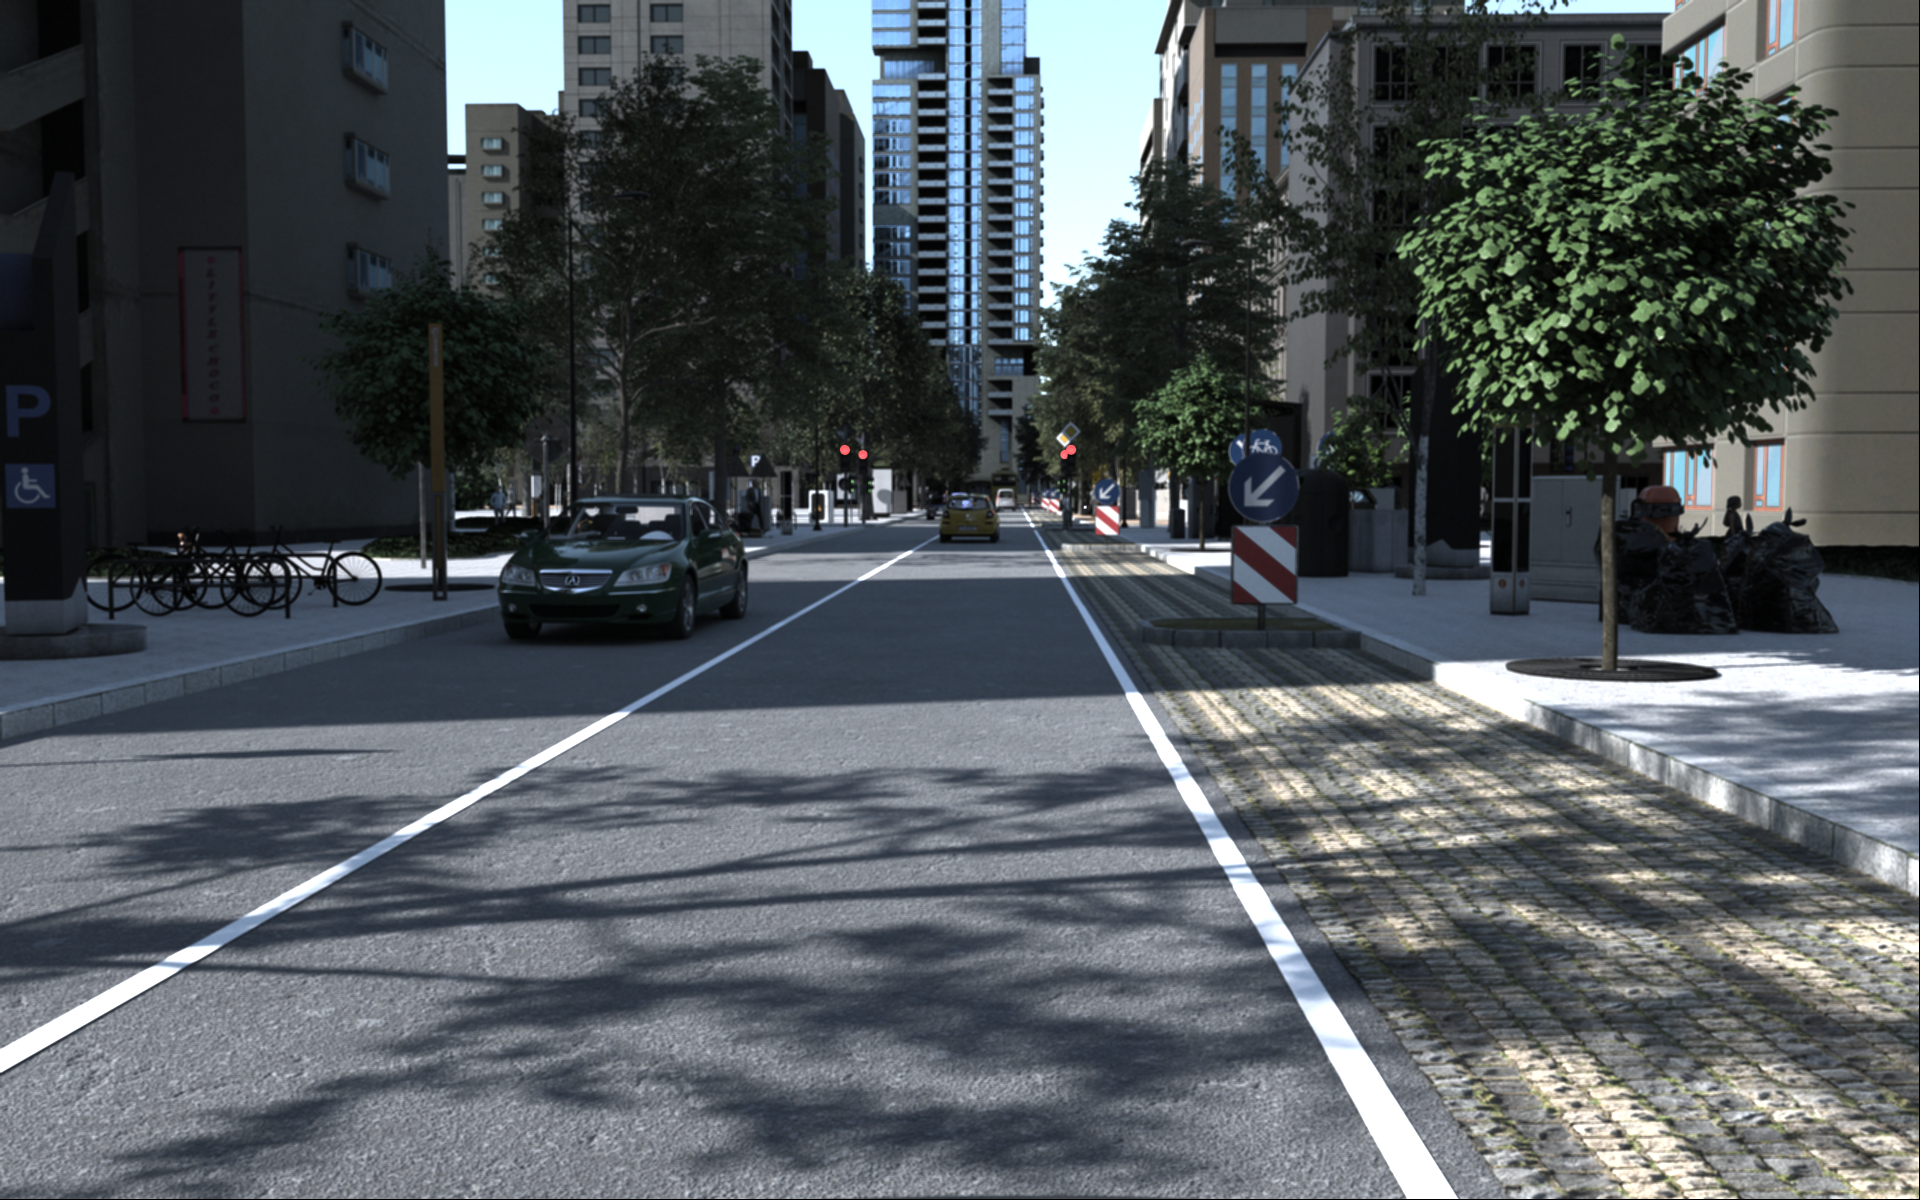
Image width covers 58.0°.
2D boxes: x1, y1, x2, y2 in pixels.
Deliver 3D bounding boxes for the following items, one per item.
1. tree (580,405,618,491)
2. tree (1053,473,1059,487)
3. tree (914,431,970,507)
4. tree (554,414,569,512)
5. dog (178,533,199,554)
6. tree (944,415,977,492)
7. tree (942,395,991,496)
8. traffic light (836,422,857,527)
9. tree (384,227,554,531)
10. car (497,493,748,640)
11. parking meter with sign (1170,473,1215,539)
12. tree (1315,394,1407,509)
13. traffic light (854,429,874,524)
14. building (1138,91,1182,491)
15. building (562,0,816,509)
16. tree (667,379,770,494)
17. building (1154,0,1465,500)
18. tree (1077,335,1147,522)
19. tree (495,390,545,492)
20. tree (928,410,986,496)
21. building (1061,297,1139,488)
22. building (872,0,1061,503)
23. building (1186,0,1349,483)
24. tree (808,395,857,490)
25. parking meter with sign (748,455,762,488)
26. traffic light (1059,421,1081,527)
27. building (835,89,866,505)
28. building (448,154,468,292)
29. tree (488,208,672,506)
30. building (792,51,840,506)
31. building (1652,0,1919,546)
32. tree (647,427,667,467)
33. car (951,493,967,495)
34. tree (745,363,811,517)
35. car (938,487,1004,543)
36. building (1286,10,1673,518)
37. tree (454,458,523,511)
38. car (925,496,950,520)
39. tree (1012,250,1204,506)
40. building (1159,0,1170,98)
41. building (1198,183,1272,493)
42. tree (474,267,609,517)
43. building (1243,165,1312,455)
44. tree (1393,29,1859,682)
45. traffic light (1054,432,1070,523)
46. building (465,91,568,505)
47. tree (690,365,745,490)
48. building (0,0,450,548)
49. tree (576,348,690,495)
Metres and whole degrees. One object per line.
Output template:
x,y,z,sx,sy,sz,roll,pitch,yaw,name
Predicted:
-28.942,-11.631,140.531,4.737,8.622,4.395,0,3,0,tree
9.883,-12.651,157.207,4.360,8.622,3.978,0,3,0,tree
-2.245,-14.930,178.523,7.601,10.594,8.767,1,4,9,tree
-29.894,-10.943,129.274,4.360,8.622,3.978,0,3,0,tree
-15.203,-1.059,34.145,0.540,0.507,0.406,0,4,-3,dog
-1.846,-17.221,207.322,9.928,11.665,9.643,0,3,0,tree
-1.764,-17.194,191.492,12.009,13.543,11.850,0,3,0,tree
-4.405,-4.778,67.043,0.839,4.253,0.868,0,4,2,traffic light
-14.129,-6.024,48.852,4.360,8.622,3.978,0,3,0,tree
-3.485,-0.417,18.622,2.131,1.459,4.920,0,4,4,car
6.945,-3.281,49.900,1.738,3.016,0.543,-1,4,-11,parking meter with sign
7.436,-2.356,33.123,1.663,3.219,1.824,0,3,0,tree
-4.158,-5.266,75.025,0.839,4.253,0.868,0,4,2,traffic light
32.385,-35.423,202.863,21.300,48.544,21.600,0,4,2,building
-24.116,-44.221,161.266,20.563,71.187,20.611,0,4,2,building
-14.300,-9.403,104.094,4.737,8.622,4.395,0,3,0,tree
35.300,-36.018,178.131,28.713,52.752,27.495,0,4,2,building
7.489,-7.840,78.553,4.737,8.622,4.395,0,3,0,tree
-22.767,-8.332,86.594,4.737,8.622,4.395,0,3,0,tree
-1.226,-19.480,225.148,9.857,13.997,8.962,0,3,0,tree
21.612,-29.307,250.869,14.107,30.474,14.160,0,4,2,building
-0.784,-57.611,254.612,31.000,86.520,22.319,0,4,2,building
28.244,-31.049,157.758,14.600,45.320,14.200,0,4,2,building
-9.487,-10.748,126.089,4.737,8.622,4.395,0,3,0,tree
-9.125,-4.904,76.436,0.543,3.016,1.738,0,4,3,parking meter with sign
4.253,-4.763,66.792,0.839,4.253,0.868,0,4,2,traffic light
-22.519,-35.558,205.070,21.600,48.544,21.300,0,4,2,building
-63.180,-32.220,210.385,14.086,41.232,14.154,0,4,2,building
-24.626,-15.740,113.238,12.611,20.169,13.585,0,3,0,tree
-20.001,-32.396,179.777,14.600,45.320,14.200,0,4,2,building
31.352,-11.290,29.628,27.650,21.520,28.899,0,4,2,building
-20.474,-10.646,124.418,4.737,8.622,4.395,0,3,0,tree
-0.022,-6.766,120.215,1.945,1.707,3.694,0,4,2,car
-9.187,-8.996,97.441,4.360,8.622,3.978,0,3,0,tree
0.313,-2.570,52.247,2.015,1.641,3.980,0,4,3,car
30.267,-18.202,91.109,24.014,27.812,14.314,0,4,2,building
-45.197,-14.876,145.040,18.604,14.587,13.155,0,4,1,tree
-0.898,-5.059,95.296,1.945,1.354,3.894,0,4,3,car
8.153,-11.275,91.001,9.857,13.997,8.962,0,3,0,tree
39.838,-49.746,251.602,20.611,71.187,20.563,0,4,2,building
27.759,-18.414,134.354,16.112,22.955,30.059,0,4,2,building
-24.687,-11.707,98.071,9.857,13.997,8.962,0,3,0,tree
24.546,-17.158,109.407,11.050,23.489,19.941,0,4,2,building
4.766,-1.757,12.439,4.285,4.588,4.351,0,3,0,tree
4.500,-5.251,74.774,0.839,4.253,0.868,0,4,2,traffic light
-44.722,-35.580,205.440,21.600,48.544,21.300,0,4,2,building
-15.068,-8.982,97.211,4.360,8.622,3.978,0,3,0,tree
-27.467,-25.783,45.258,21.600,48.544,21.300,0,4,2,building
-16.811,-8.441,88.375,4.360,8.622,3.978,0,3,0,tree
